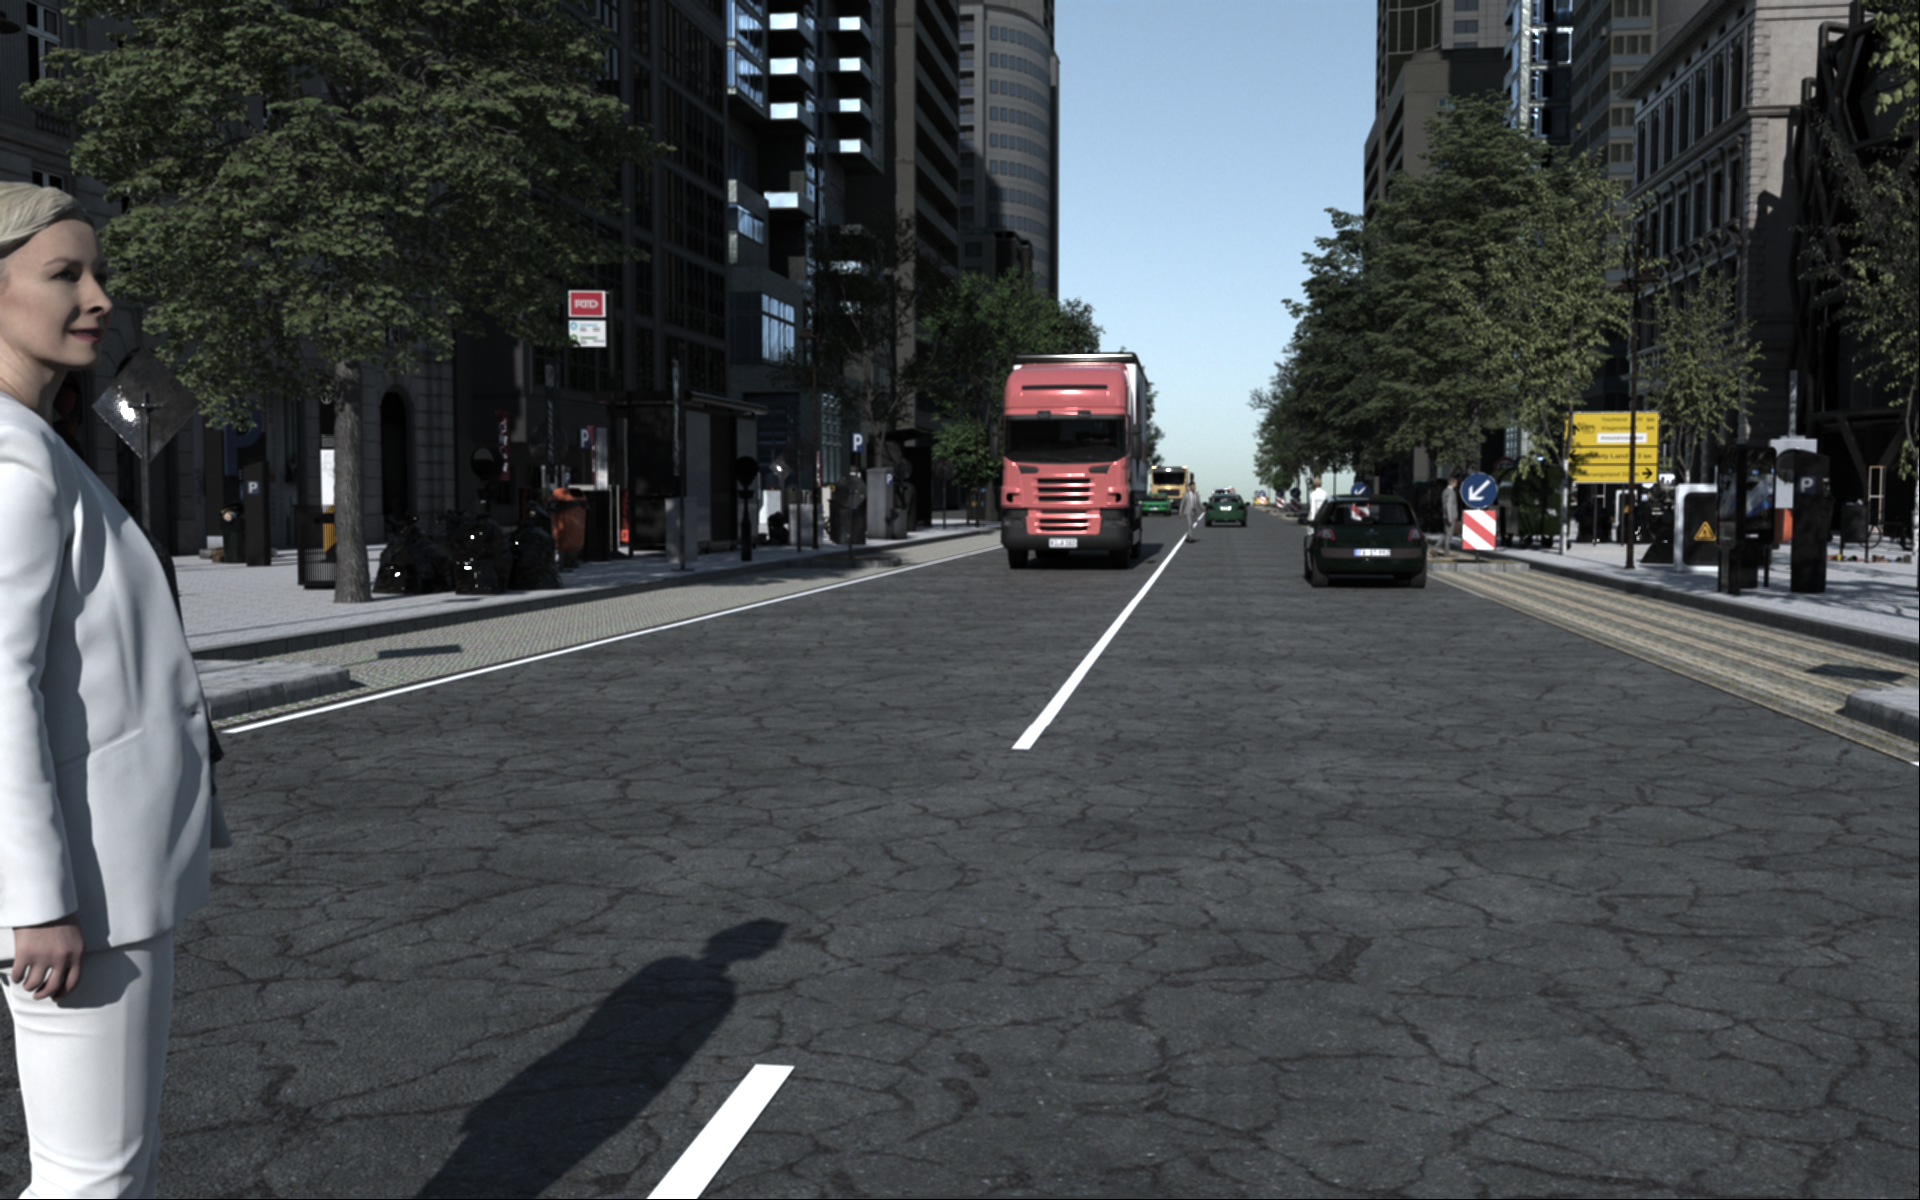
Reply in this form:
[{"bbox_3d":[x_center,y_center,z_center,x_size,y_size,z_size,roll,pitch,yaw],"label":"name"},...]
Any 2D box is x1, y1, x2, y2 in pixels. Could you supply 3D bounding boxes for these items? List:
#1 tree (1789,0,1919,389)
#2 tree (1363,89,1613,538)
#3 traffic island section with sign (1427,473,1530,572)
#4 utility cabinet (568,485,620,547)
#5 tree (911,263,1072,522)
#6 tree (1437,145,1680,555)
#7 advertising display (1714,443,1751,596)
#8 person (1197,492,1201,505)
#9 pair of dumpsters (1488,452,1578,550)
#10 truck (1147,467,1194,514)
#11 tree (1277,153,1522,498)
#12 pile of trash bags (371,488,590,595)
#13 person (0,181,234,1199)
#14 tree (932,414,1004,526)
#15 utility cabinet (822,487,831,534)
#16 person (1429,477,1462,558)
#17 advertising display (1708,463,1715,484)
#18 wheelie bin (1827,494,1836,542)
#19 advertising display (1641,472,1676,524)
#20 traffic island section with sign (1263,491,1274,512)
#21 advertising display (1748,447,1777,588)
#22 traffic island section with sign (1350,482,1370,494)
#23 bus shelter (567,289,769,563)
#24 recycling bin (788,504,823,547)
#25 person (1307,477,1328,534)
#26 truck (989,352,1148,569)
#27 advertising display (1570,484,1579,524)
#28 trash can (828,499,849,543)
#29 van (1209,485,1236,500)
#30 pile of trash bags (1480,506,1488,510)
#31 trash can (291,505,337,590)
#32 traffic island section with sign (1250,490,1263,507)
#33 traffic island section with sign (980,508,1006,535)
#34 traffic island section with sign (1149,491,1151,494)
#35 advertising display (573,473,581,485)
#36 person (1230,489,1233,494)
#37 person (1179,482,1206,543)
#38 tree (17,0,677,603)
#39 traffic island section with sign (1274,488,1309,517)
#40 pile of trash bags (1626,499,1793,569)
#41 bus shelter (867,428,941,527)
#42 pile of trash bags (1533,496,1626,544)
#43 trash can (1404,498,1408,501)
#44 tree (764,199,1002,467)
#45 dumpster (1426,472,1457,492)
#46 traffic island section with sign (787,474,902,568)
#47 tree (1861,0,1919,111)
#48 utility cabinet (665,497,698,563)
[{"bbox_3d":[14.318,-4.549,24.734,4.360,8.622,3.978,0,3,0],"label":"tree"},{"bbox_3d":[14.978,-8.023,49.298,7.486,12.596,7.792,0,3,0],"label":"tree"},{"bbox_3d":[9.571,-1.473,32.704,1.989,1.847,2.006,1,4,8],"label":"traffic island section with sign"},{"bbox_3d":[-8.743,-2.000,41.376,1.173,1.500,0.318,-1,4,-10],"label":"utility cabinet"},{"bbox_3d":[1.332,-9.380,79.110,9.928,11.665,9.643,0,3,0],"label":"tree"},{"bbox_3d":[12.540,-5.266,36.462,4.737,8.622,4.395,0,3,0],"label":"tree"},{"bbox_3d":[9.911,-1.043,22.271,0.123,1.923,0.974,1,4,10],"label":"advertising display"},{"bbox_3d":[31.336,-13.366,227.569,0.750,1.759,0.617,0,4,-8],"label":"person"},{"bbox_3d":[13.687,-2.402,41.760,1.574,2.255,4.437,1,4,8],"label":"pair of dumpsters"},{"bbox_3d":[15.161,-7.909,125.231,3.469,3.379,9.791,0,4,8],"label":"truck"},{"bbox_3d":[17.185,-9.797,66.836,9.857,13.997,8.962,0,3,0],"label":"tree"},{"bbox_3d":[-6.212,-0.844,23.546,1.912,1.369,3.447,2,4,24],"label":"pile of trash bags"},{"bbox_3d":[-1.266,0.372,2.293,0.514,1.842,0.818,2,4,35],"label":"person"},{"bbox_3d":[0.394,-5.280,70.040,4.285,4.588,4.351,0,3,0],"label":"tree"},{"bbox_3d":[-4.295,-2.887,55.880,0.318,1.500,1.173,0,4,-4],"label":"utility cabinet"},{"bbox_3d":[10.985,-1.849,38.845,0.853,1.813,0.709,0,4,-2],"label":"person"},{"bbox_3d":[15.881,-1.909,36.424,0.123,1.923,0.974,2,4,34],"label":"advertising display"},{"bbox_3d":[22.986,-2.357,46.453,0.693,1.594,0.980,0,4,-7],"label":"wheelie bin"},{"bbox_3d":[20.860,-2.847,51.770,0.974,1.923,0.123,1,4,15],"label":"advertising display"},{"bbox_3d":[24.960,-7.773,135.715,1.989,1.847,2.006,1,4,8],"label":"traffic island section with sign"},{"bbox_3d":[10.715,-1.123,23.575,0.974,1.923,0.123,-2,4,-27],"label":"advertising display"},{"bbox_3d":[13.555,-3.106,59.404,1.989,1.847,2.006,1,4,8],"label":"traffic island section with sign"},{"bbox_3d":[-6.219,-3.603,36.538,2.179,5.291,8.768,1,4,8],"label":"bus shelter"},{"bbox_3d":[-3.797,-1.839,42.619,0.722,1.027,0.722,1,4,10],"label":"recycling bin"},{"bbox_3d":[7.832,-1.775,37.749,0.478,1.798,0.641,0,4,-7],"label":"person"},{"bbox_3d":[2.572,-2.922,36.685,2.839,4.237,11.283,0,4,8],"label":"truck"},{"bbox_3d":[25.753,-4.182,73.593,0.974,1.923,0.123,1,4,23],"label":"advertising display"},{"bbox_3d":[-3.143,-2.082,45.702,0.748,1.137,0.748,0,3,0],"label":"trash can"},{"bbox_3d":[16.658,-6.245,109.111,2.013,2.044,4.112,1,4,10],"label":"van"},{"bbox_3d":[22.048,-3.741,70.915,1.912,1.369,3.447,2,4,33],"label":"pile of trash bags"},{"bbox_3d":[-8.628,-0.718,23.392,0.748,1.137,0.748,0,3,0],"label":"trash can"},{"bbox_3d":[33.076,-11.099,190.102,1.989,1.847,2.006,1,4,8],"label":"traffic island section with sign"},{"bbox_3d":[1.807,-3.213,61.162,1.989,1.847,2.006,1,4,8],"label":"traffic island section with sign"},{"bbox_3d":[21.424,-11.243,192.456,1.989,1.847,2.006,1,4,8],"label":"traffic island section with sign"},{"bbox_3d":[-11.684,-2.915,52.882,0.123,1.923,0.974,0,4,-6],"label":"advertising display"},{"bbox_3d":[16.073,-5.736,102.830,0.434,1.755,0.990,-1,4,-14],"label":"person"},{"bbox_3d":[6.767,-2.564,50.703,0.678,1.792,0.850,-1,4,-23],"label":"person"},{"bbox_3d":[-6.842,-6.228,19.963,7.486,12.596,7.792,0,3,0],"label":"tree"},{"bbox_3d":[20.970,-6.140,109.012,1.989,1.847,2.006,1,4,8],"label":"traffic island section with sign"},{"bbox_3d":[13.742,-1.292,30.875,1.912,1.369,3.447,-1,4,-9],"label":"pile of trash bags"},{"bbox_3d":[-2.052,-4.495,64.770,1.731,3.624,6.357,1,4,9],"label":"bus shelter"},{"bbox_3d":[16.718,-2.207,45.839,1.912,1.369,3.447,-3,5,-45],"label":"pile of trash bags"},{"bbox_3d":[16.611,-3.207,64.087,0.748,1.137,0.748,0,3,0],"label":"trash can"},{"bbox_3d":[-2.307,-7.323,54.145,8.767,10.594,7.601,2,4,30],"label":"tree"},{"bbox_3d":[21.387,-4.581,77.391,1.502,2.255,1.985,1,4,8],"label":"dumpster"},{"bbox_3d":[-2.213,-1.563,34.177,1.989,1.847,2.006,1,4,8],"label":"traffic island section with sign"},{"bbox_3d":[9.449,-3.939,14.766,4.737,8.622,4.395,0,3,0],"label":"tree"},{"bbox_3d":[-5.294,-1.330,32.899,0.306,1.237,1.020,1,4,11],"label":"utility cabinet"}]
